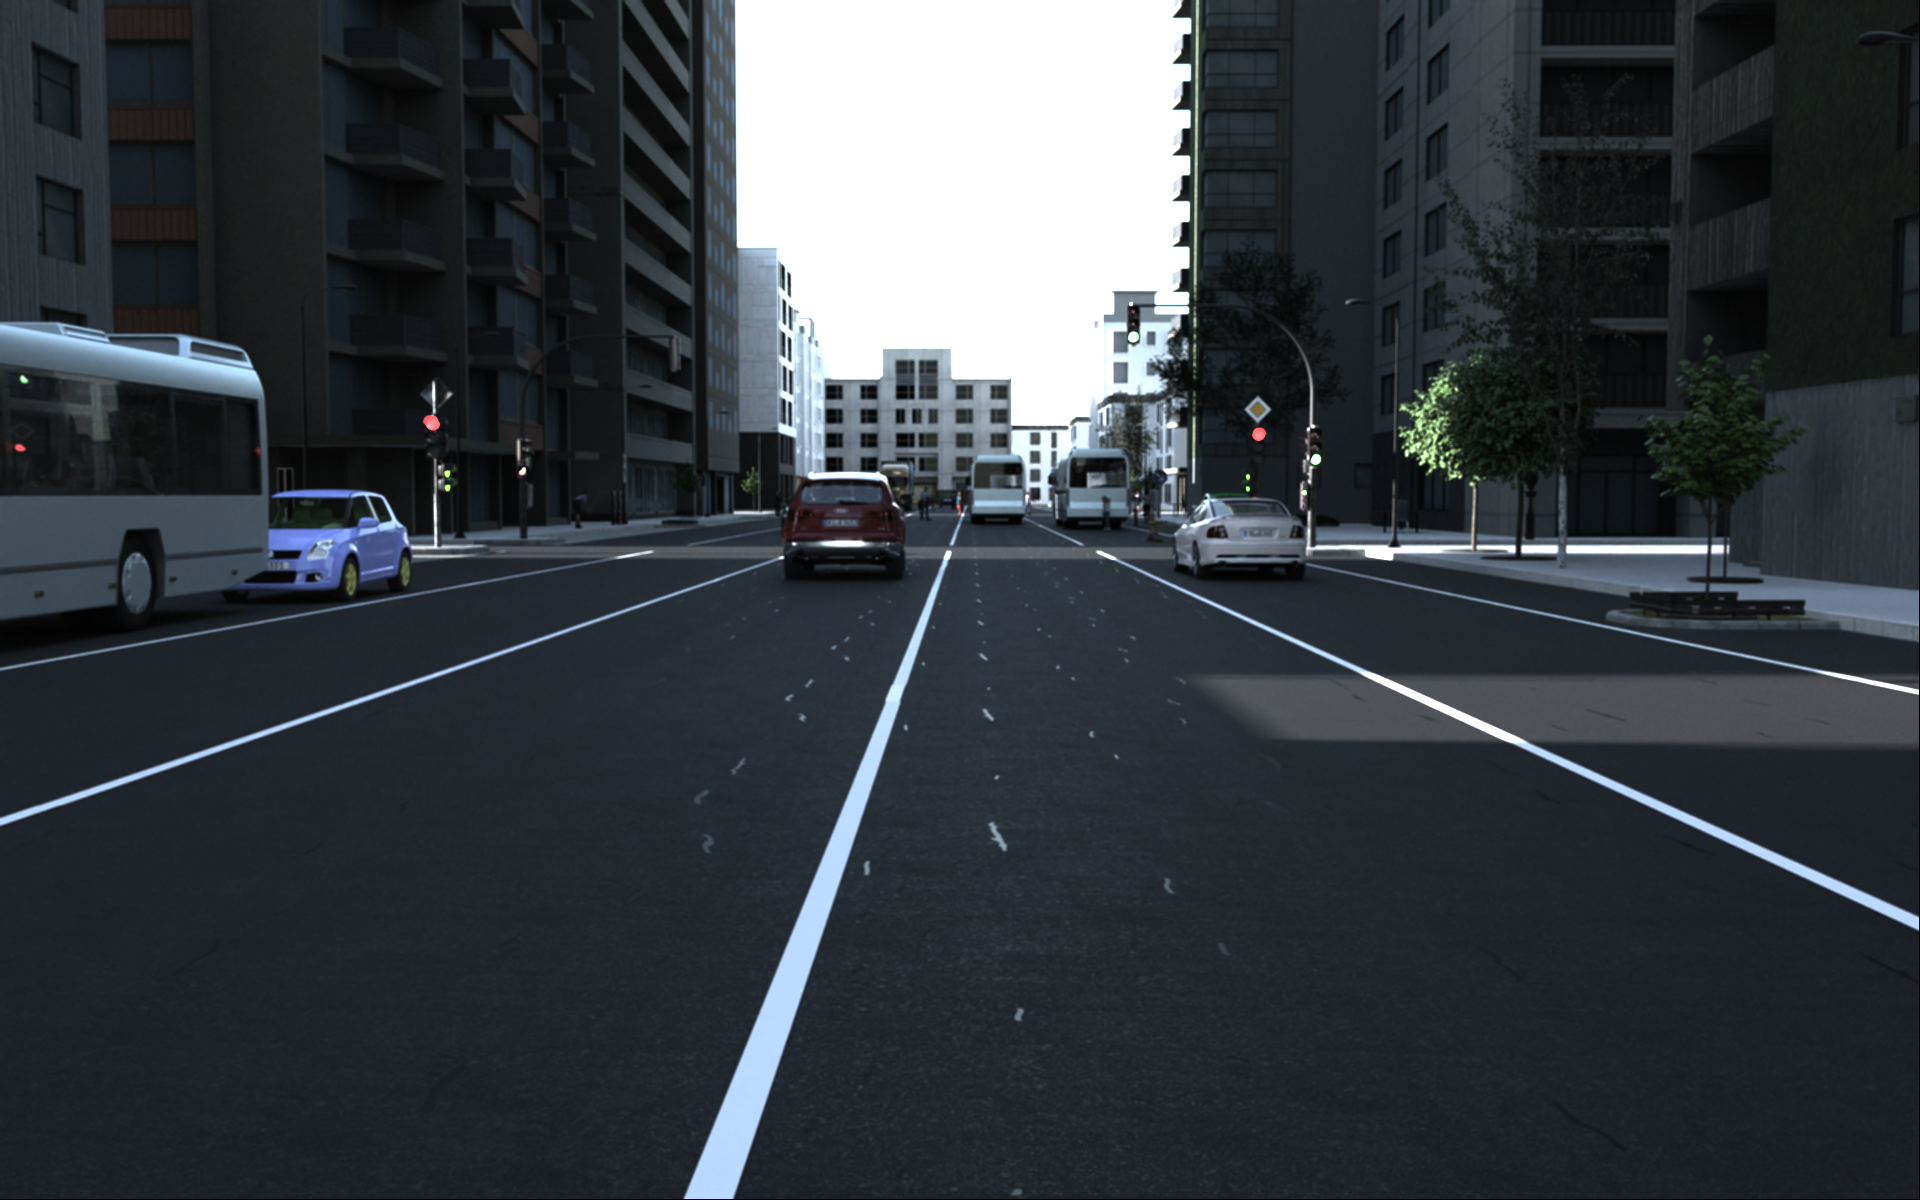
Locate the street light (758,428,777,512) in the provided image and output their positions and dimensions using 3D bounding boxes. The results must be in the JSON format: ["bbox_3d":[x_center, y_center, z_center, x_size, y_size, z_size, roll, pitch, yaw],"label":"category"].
[{"bbox_3d":[-13.510,-9.109,121.477,1.470,5.913,1.316,0,4,0],"label":"street light"}]

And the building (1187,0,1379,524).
[{"bbox_3d":[17.487,-24.266,80.346,14.154,41.232,14.086,0,4,0],"label":"building"}]

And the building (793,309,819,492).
[{"bbox_3d":[-23.099,-19.488,175.045,16.016,20.091,11.380,0,4,0],"label":"building"}]

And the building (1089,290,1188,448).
[{"bbox_3d":[20.530,-18.951,166.264,16.016,20.091,11.380,0,4,0],"label":"building"}]

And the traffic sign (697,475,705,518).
[{"bbox_3d":[-13.995,-5.569,93.184,0.606,2.300,0.079,1,4,9],"label":"traffic sign"}]

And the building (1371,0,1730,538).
[{"bbox_3d":[26.988,-37.944,58.636,20.611,71.187,20.563,0,4,0],"label":"building"}]

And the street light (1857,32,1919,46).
[{"bbox_3d":[9.721,-2.755,17.578,1.470,5.913,1.316,0,4,0],"label":"street light"}]

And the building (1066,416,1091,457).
[{"bbox_3d":[16.975,-14.933,186.293,9.099,9.664,28.070,0,4,0],"label":"building"}]

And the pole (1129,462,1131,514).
[{"bbox_3d":[10.793,-7.133,110.475,0.158,3.312,0.155,0,3,0],"label":"pole"}]

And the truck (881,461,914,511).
[{"bbox_3d":[-5.420,-9.812,149.336,2.839,4.237,11.283,0,4,1],"label":"truck"}]

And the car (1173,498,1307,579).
[{"bbox_3d":[4.898,-1.121,30.691,2.083,1.381,4.827,0,3,0],"label":"car"}]

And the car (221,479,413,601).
[{"bbox_3d":[-8.979,-0.895,24.223,1.945,1.707,3.694,0,4,-1],"label":"car"}]

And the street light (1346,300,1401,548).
[{"bbox_3d":[9.910,-4.218,41.509,1.470,5.913,1.316,0,4,0],"label":"street light"}]

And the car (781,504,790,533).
[{"bbox_3d":[-5.579,-3.247,64.880,2.131,1.459,4.920,0,4,1],"label":"car"}]

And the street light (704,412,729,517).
[{"bbox_3d":[-13.704,-7.650,97.619,1.470,5.913,1.316,0,4,0],"label":"street light"}]

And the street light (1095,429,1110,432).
[{"bbox_3d":[10.366,-9.283,124.312,1.470,5.913,1.316,0,4,0],"label":"street light"}]

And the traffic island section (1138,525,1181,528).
[{"bbox_3d":[8.652,-3.145,74.294,1.991,0.108,1.994,0,4,0],"label":"traffic island section"}]

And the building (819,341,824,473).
[{"bbox_3d":[-21.028,-20.501,191.612,11.380,20.091,16.016,0,4,0],"label":"building"}]

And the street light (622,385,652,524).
[{"bbox_3d":[-13.795,-6.191,73.760,1.470,5.913,1.316,0,4,0],"label":"street light"}]

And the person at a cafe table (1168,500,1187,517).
[{"bbox_3d":[12.818,-5.331,98.022,1.698,1.238,1.726,-1,4,-8],"label":"person at a cafe table"}]

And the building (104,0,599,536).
[{"bbox_3d":[-26.150,-25.024,63.768,22.147,44.769,28.867,0,4,0],"label":"building"}]

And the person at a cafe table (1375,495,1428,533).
[{"bbox_3d":[14.582,-2.837,57.247,1.698,1.238,1.726,1,4,14],"label":"person at a cafe table"}]

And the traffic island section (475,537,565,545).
[{"bbox_3d":[-12.552,-1.681,49.762,2.009,0.180,2.903,0,4,0],"label":"traffic island section"}]

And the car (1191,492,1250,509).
[{"bbox_3d":[8.344,-2.804,54.641,1.959,1.807,4.718,0,4,1],"label":"car"}]

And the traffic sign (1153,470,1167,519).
[{"bbox_3d":[10.442,-5.529,90.510,0.768,2.556,0.104,0,4,3],"label":"traffic sign"}]

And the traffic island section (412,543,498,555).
[{"bbox_3d":[-12.601,-1.192,41.777,2.009,0.180,2.903,0,4,0],"label":"traffic island section"}]

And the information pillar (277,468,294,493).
[{"bbox_3d":[-19.016,-2.714,48.867,0.304,2.012,0.304,2,4,27],"label":"information pillar"}]

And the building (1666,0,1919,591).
[{"bbox_3d":[19.792,-15.721,28.743,14.160,30.474,14.107,0,4,0],"label":"building"}]

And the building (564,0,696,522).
[{"bbox_3d":[-26.058,-28.454,88.932,21.300,48.544,21.600,0,4,0],"label":"building"}]

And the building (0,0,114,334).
[{"bbox_3d":[-24.751,-15.908,31.801,14.107,30.474,14.160,0,4,0],"label":"building"}]

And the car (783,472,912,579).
[{"bbox_3d":[-2.000,-1.358,30.874,2.281,1.827,5.304,0,4,-1],"label":"car"}]

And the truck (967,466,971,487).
[{"bbox_3d":[2.105,-9.941,152.292,2.967,4.110,18.799,0,3,0],"label":"truck"}]

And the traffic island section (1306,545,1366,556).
[{"bbox_3d":[8.460,-1.184,41.644,2.009,0.180,2.903,0,4,0],"label":"traffic island section"}]

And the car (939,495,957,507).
[{"bbox_3d":[-1.319,-10.688,187.336,1.945,1.354,3.894,0,4,0],"label":"car"}]

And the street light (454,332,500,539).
[{"bbox_3d":[-13.921,-4.731,49.901,1.470,5.913,1.316,0,4,0],"label":"street light"}]

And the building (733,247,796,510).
[{"bbox_3d":[-28.981,-18.193,141.438,27.936,21.610,32.646,0,4,0],"label":"building"}]

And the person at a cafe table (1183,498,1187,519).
[{"bbox_3d":[12.454,-5.014,90.489,1.622,1.524,1.698,1,4,10],"label":"person at a cafe table"}]

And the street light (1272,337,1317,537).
[{"bbox_3d":[9.904,-4.816,51.277,1.470,5.913,1.316,0,4,0],"label":"street light"}]

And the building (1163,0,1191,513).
[{"bbox_3d":[24.999,-27.828,109.614,22.147,44.769,28.867,0,4,0],"label":"building"}]

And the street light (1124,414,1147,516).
[{"bbox_3d":[10.217,-7.823,100.453,1.470,5.913,1.316,0,4,0],"label":"street light"}]

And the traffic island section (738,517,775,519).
[{"bbox_3d":[-11.916,-4.832,101.875,1.991,0.108,1.994,0,4,0],"label":"traffic island section"}]

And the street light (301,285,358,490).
[{"bbox_3d":[-14.071,-4.042,38.626,1.470,5.913,1.316,0,4,0],"label":"street light"}]

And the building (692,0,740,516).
[{"bbox_3d":[-21.598,-27.936,106.871,14.600,45.320,14.200,0,4,0],"label":"building"}]
